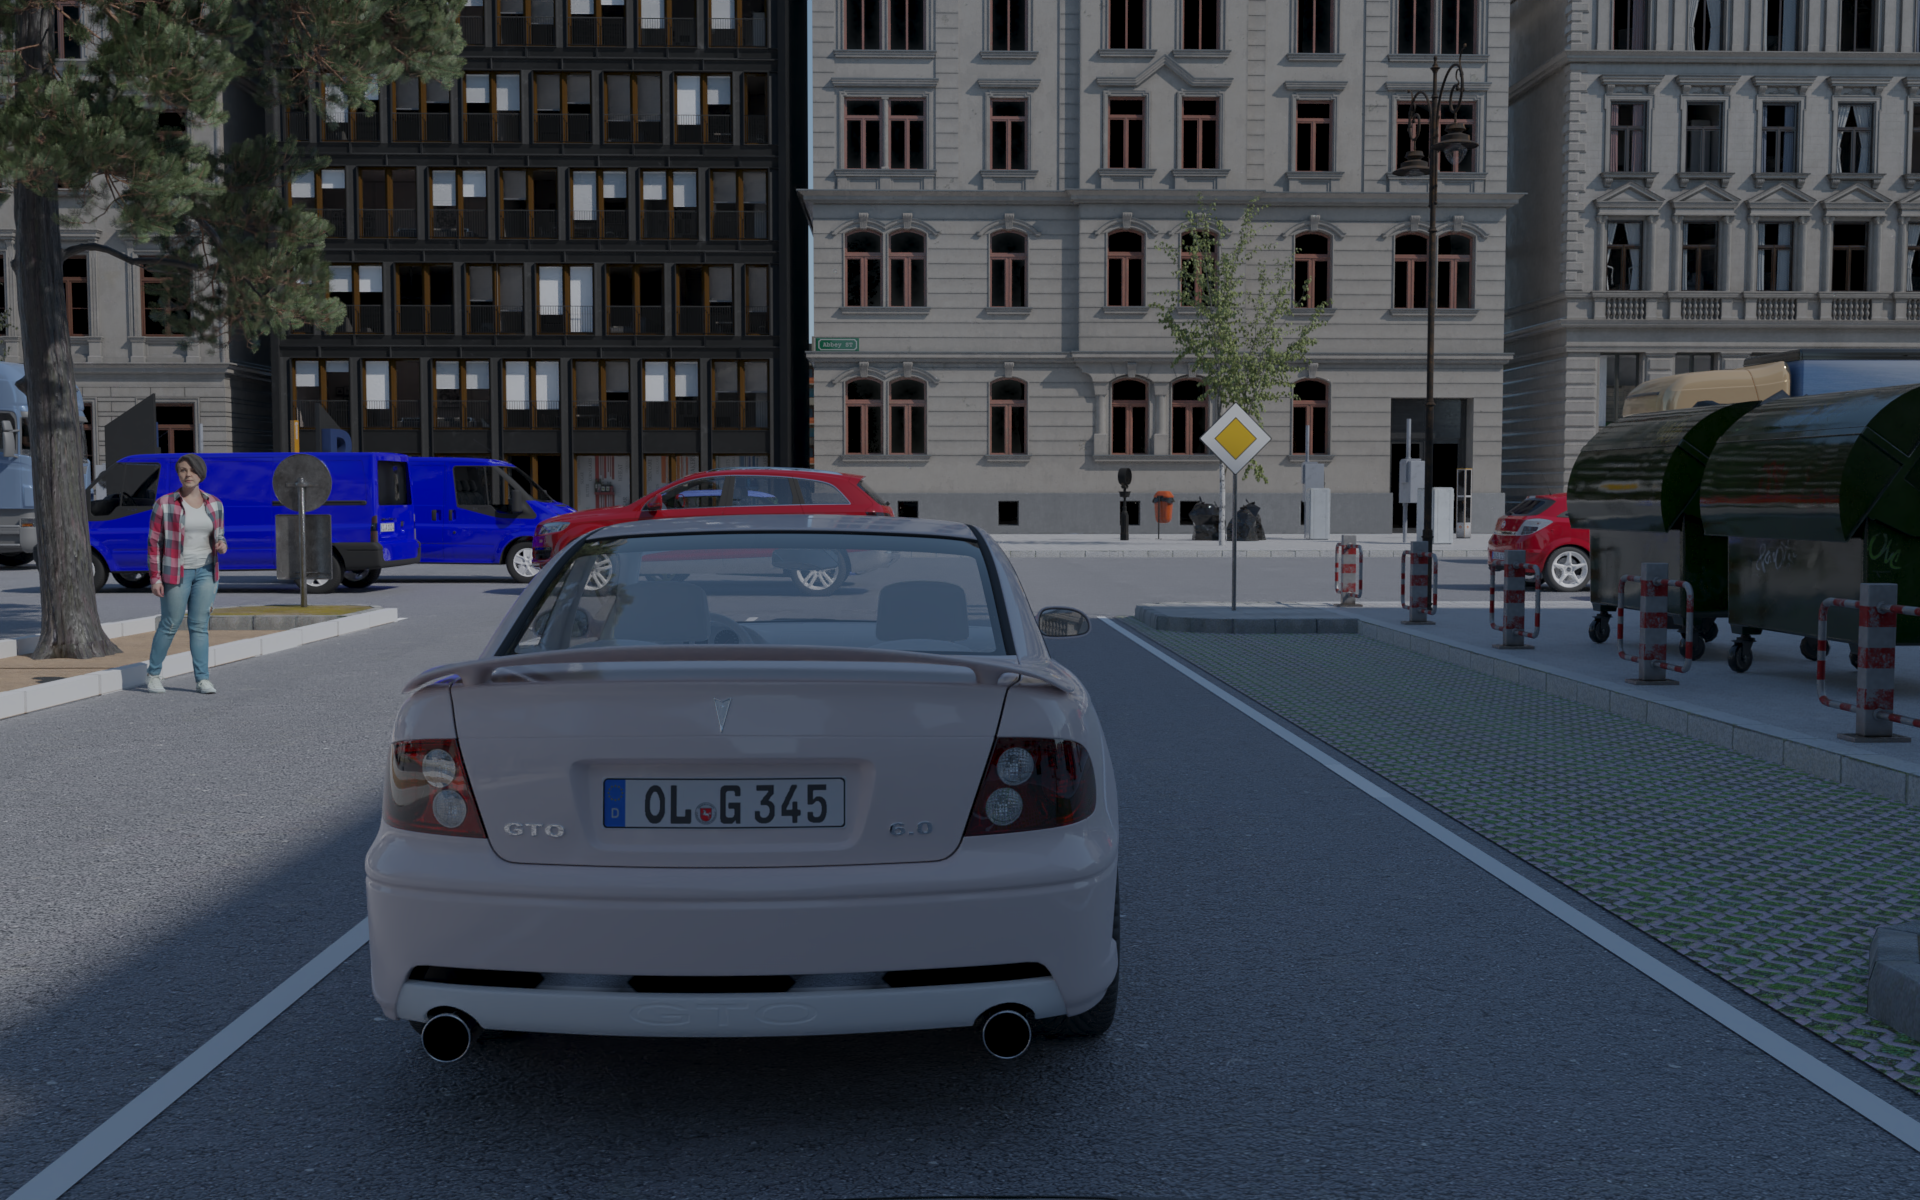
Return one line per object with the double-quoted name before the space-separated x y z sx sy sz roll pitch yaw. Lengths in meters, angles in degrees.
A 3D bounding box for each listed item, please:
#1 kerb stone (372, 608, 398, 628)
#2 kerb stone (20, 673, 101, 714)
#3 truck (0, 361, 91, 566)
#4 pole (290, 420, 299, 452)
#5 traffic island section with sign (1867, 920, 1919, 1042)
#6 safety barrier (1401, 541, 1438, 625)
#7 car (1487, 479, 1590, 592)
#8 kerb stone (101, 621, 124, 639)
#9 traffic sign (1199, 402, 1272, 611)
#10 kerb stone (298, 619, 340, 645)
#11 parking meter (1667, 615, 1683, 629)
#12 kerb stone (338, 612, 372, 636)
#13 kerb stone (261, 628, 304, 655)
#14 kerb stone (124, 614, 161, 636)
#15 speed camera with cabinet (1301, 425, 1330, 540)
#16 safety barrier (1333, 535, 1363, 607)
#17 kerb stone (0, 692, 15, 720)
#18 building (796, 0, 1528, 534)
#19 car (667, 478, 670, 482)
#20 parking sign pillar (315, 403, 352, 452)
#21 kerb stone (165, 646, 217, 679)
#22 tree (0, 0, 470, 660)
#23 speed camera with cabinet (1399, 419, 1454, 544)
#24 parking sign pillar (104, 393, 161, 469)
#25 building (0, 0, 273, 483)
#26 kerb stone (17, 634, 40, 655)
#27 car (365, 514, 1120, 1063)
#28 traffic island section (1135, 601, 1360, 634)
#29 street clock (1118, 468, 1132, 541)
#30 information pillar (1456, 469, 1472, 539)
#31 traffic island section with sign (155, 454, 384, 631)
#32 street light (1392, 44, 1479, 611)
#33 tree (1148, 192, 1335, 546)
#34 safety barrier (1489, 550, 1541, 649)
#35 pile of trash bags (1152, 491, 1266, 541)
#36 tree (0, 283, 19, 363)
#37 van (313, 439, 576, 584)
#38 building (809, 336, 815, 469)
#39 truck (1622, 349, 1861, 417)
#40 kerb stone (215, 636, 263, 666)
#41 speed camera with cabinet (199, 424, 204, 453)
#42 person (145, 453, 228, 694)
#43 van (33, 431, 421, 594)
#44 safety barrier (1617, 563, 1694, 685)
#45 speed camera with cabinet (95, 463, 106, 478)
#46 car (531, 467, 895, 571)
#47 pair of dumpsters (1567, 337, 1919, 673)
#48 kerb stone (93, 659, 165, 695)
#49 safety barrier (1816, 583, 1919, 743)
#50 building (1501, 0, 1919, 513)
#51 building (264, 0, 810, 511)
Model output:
"kerb stone" -6.380 0.198 19.000 0.120 0.150 1.000 0 4 -2
"kerb stone" -6.161 0.638 11.794 0.120 0.150 1.000 0 4 -2
"truck" -25.792 -2.643 32.964 18.799 4.110 2.967 0 4 -2
"pole" -18.416 -3.313 48.017 0.158 3.312 0.155 0 3 0
"traffic island section with sign" 3.490 0.265 4.294 1.989 1.847 2.006 0 4 -2
"safety barrier" 4.516 -0.170 17.050 0.300 0.817 1.120 0 4 -2
"car" 10.294 -1.042 26.082 4.494 1.783 2.155 0 4 -2
"kerb stone" -8.420 0.330 16.794 0.120 0.150 1.000 0 4 -2
"traffic sign" 3.013 -0.940 19.016 0.795 2.450 0.064 0 4 -2
"kerb stone" -6.315 0.324 16.931 0.120 0.150 1.000 0 4 -2
"parking meter" 6.802 -0.665 16.578 0.255 1.863 0.399 0 4 4
"kerb stone" -6.342 0.258 17.972 0.120 0.150 1.000 0 4 -2
"kerb stone" -6.279 0.391 15.902 0.120 0.150 1.000 0 4 -2
"kerb stone" -8.443 0.273 17.822 0.120 0.150 1.000 0 4 -2
"speed camera with cabinet" 10.120 -3.356 49.199 0.660 3.252 2.038 0 4 5
"safety barrier" 4.430 -0.335 19.751 0.300 0.817 1.120 0 4 -2
"kerb stone" -6.135 0.700 10.769 0.120 0.150 1.000 0 4 -2
"building" 6.205 -16.717 60.716 23.554 28.519 14.401 0 4 -2
"car" -3.307 -1.083 27.296 3.694 1.707 1.945 0 4 -3
"parking sign pillar" -18.730 -3.881 51.934 1.447 3.967 1.447 1 4 14
"kerb stone" -6.224 0.510 13.850 0.120 0.150 1.000 0 4 -2
"tree" -8.011 -6.429 15.002 7.806 13.903 7.818 0 3 0
"speed camera with cabinet" 12.111 -3.097 44.976 0.660 3.252 2.038 -1 4 -11
"parking sign pillar" -22.160 -3.545 46.440 1.447 3.967 1.447 0 4 -4
"building" -32.776 -13.573 58.082 21.152 22.565 11.583 0 4 -2
"kerb stone" -8.382 0.393 15.770 0.120 0.150 1.000 0 4 -2
"car" -0.539 0.392 5.945 2.083 1.381 4.827 0 4 -1
"traffic island section" 3.036 0.195 19.094 2.009 0.180 2.903 0 4 -2
"street clock" 4.549 -2.646 47.836 0.358 2.002 0.471 2 4 30
"information pillar" 14.536 -2.780 49.950 0.304 2.012 0.304 -3 4 -36
"traffic island section with sign" -7.427 -0.665 19.015 2.006 1.907 1.989 0 4 -2
"street light" 5.009 -2.791 18.427 0.468 5.910 1.993 0 4 -2
"tree" 6.732 -5.652 42.769 4.737 8.622 4.395 0 3 0
"safety barrier" 4.597 -0.006 14.365 0.300 0.817 1.120 0 4 -2
"pile of trash bags" 6.908 -2.368 48.471 3.447 1.369 1.912 3 4 36
"tree" -26.303 -5.728 44.020 4.360 8.622 3.978 0 3 0
"van" -8.696 -1.471 28.439 5.245 2.365 2.240 0 4 -2
"building" -17.178 -23.386 227.401 28.899 21.520 27.650 0 4 -2
"truck" 18.436 -2.799 34.685 11.283 4.237 2.839 0 4 0
"kerb stone" -6.256 0.449 14.874 0.120 0.150 1.000 0 4 -2
"speed camera with cabinet" -20.717 -3.300 48.287 0.660 3.252 2.038 -3 5 -40
"person" -5.567 -0.191 12.469 0.643 1.720 0.563 3 5 43
"van" -10.850 -1.299 25.624 5.245 2.365 2.240 0 4 0
"safety barrier" 4.677 0.159 11.681 0.300 0.817 1.120 0 4 -2
"speed camera with cabinet" -26.246 -3.523 51.935 2.038 3.252 0.660 -1 4 -15
"car" -3.506 -1.004 25.084 5.304 1.827 2.281 0 4 -1
"pair of dumpsters" 6.091 -0.632 12.833 1.574 2.255 4.437 0 4 -2
"kerb stone" -6.187 0.574 12.826 0.120 0.150 1.000 0 4 -2
"safety barrier" 4.760 0.323 8.996 0.300 0.817 1.120 0 4 -2
"building" 28.511 -14.152 60.260 19.941 23.489 11.050 0 4 -2
"building" -13.446 -14.037 59.184 15.834 23.373 12.332 0 4 -2
